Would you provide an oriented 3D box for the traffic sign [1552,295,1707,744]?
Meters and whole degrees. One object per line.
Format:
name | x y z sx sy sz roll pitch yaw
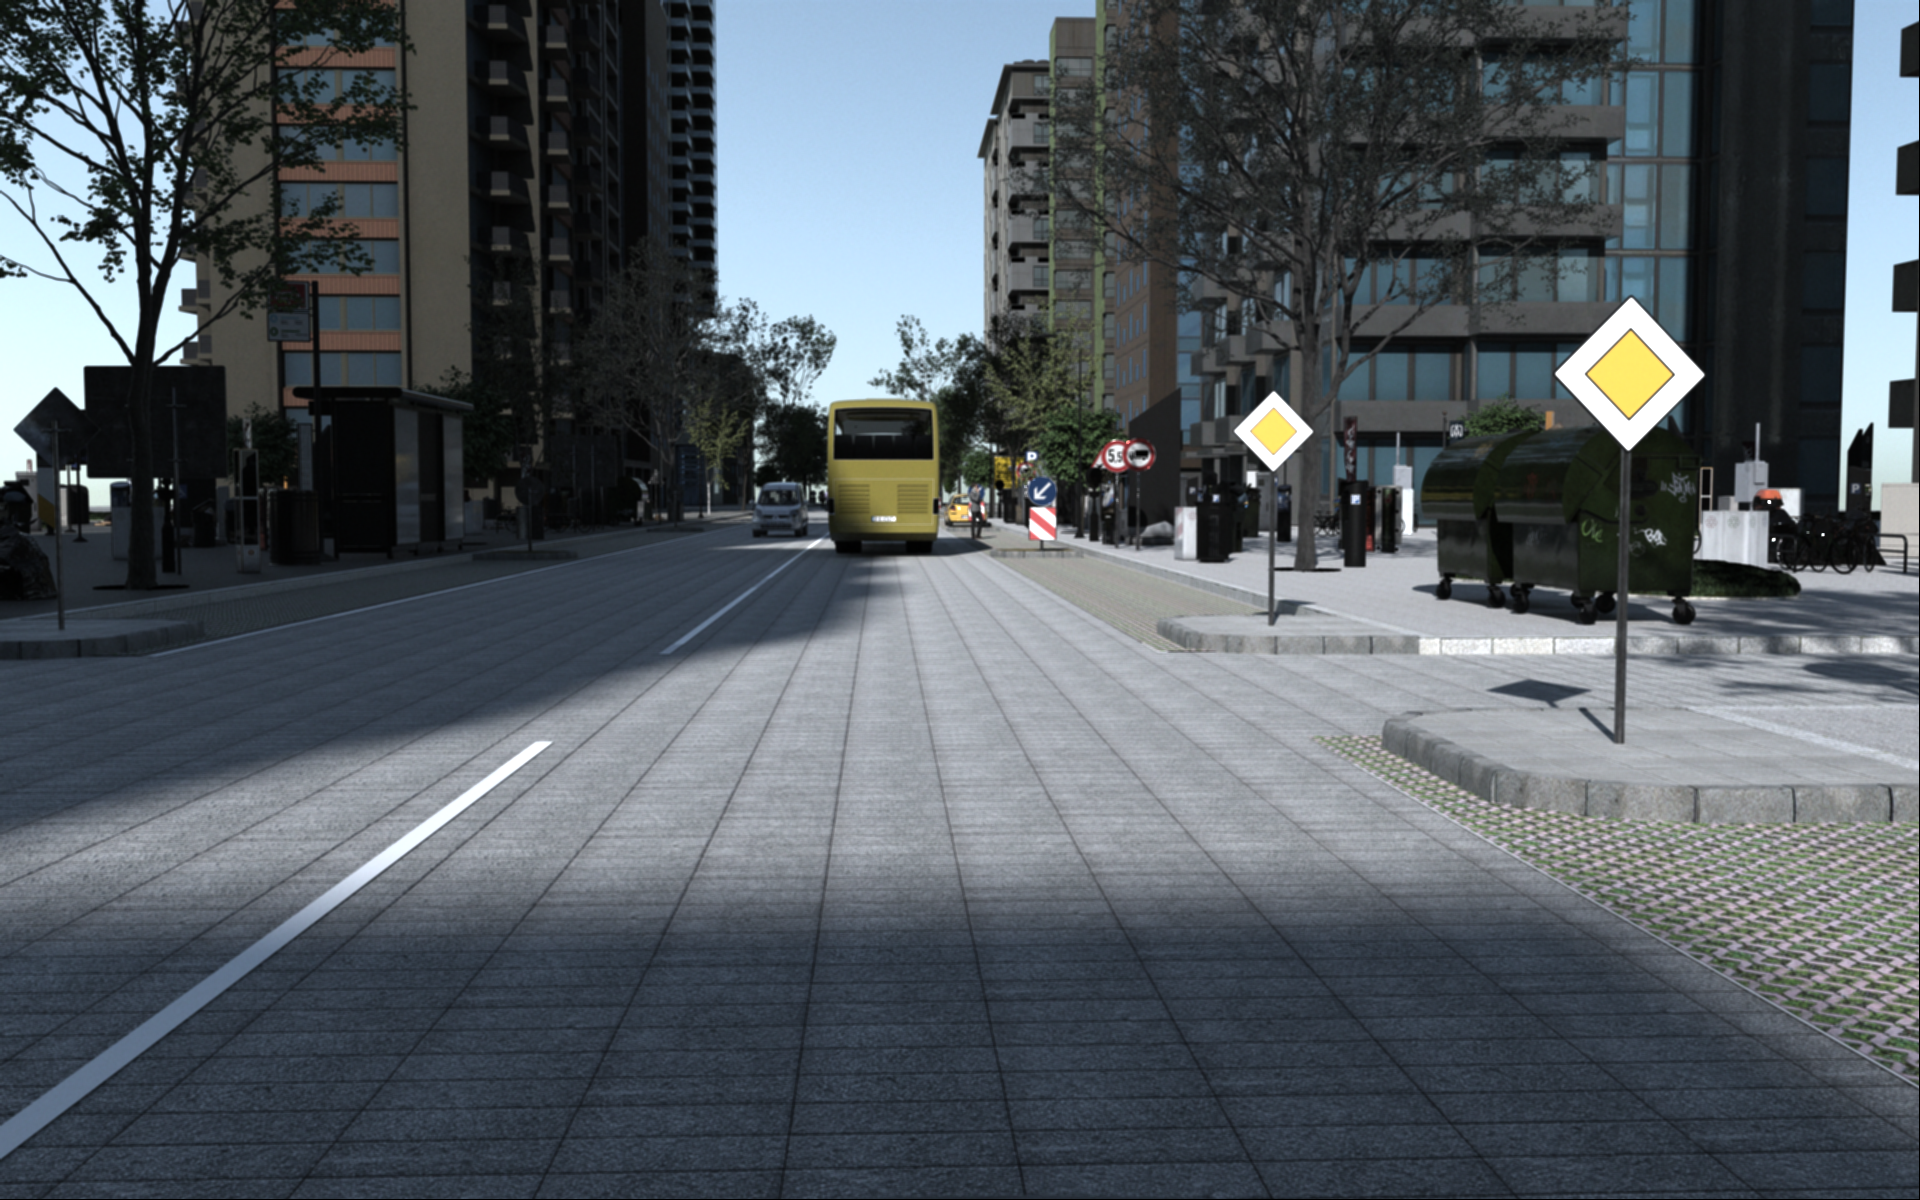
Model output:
traffic sign | 3.391 -0.319 8.853 0.795 2.450 0.064 0 4 -3

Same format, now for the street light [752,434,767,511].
street light | -15.358 -9.858 133.715 1.470 5.913 1.316 0 4 -3

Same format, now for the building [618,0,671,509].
building | -32.472 -30.378 146.792 14.600 45.320 14.200 0 4 -3

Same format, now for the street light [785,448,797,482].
street light | -17.150 -12.434 175.841 1.470 5.913 1.316 0 4 -3

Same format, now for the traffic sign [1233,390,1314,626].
traffic sign | 3.031 -0.807 16.830 0.795 2.450 0.064 0 4 -3

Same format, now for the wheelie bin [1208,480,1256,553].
wheelie bin | 5.881 -1.835 37.917 0.693 1.594 0.980 3 4 37

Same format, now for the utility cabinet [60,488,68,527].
utility cabinet | -35.326 -3.583 67.258 1.173 1.500 0.318 -1 4 -21

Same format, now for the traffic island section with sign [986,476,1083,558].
traffic island section with sign | 1.703 -1.892 39.559 1.989 1.847 2.006 0 4 -3

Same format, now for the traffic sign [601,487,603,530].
traffic sign | -12.814 -3.665 62.045 0.606 2.300 0.079 0 4 5

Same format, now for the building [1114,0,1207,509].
building | 16.804 -27.524 100.128 14.600 45.320 14.200 0 4 -3

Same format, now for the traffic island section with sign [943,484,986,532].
traffic island section with sign | 0.483 -3.552 66.699 1.989 1.847 2.006 0 4 -3

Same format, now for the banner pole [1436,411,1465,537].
banner pole | 14.753 -3.794 52.042 0.863 3.779 0.401 3 5 41

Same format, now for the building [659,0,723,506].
building | -37.873 -53.994 195.471 22.319 86.520 31.000 0 4 -3

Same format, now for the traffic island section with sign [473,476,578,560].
traffic island section with sign | -9.505 -1.803 38.099 1.989 1.847 2.006 0 4 -3

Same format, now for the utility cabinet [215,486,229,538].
utility cabinet | -20.010 -2.336 46.877 0.318 1.500 1.173 -2 4 -29

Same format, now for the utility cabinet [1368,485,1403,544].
utility cabinet | 10.663 -2.163 44.049 0.318 1.500 1.173 -3 5 -43

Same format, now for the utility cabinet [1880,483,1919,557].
utility cabinet | 19.105 -1.589 34.654 1.173 1.500 0.318 3 5 40

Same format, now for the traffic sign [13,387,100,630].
traffic sign | -8.502 -0.776 16.332 0.795 2.450 0.064 0 4 -3

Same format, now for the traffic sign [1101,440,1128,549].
traffic sign | 3.698 -2.486 40.759 0.768 2.556 0.104 0 4 6

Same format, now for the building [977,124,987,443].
building | 17.444 -39.680 238.006 28.713 52.752 27.495 0 4 -3

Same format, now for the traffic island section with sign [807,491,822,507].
traffic island section with sign | -16.748 -11.615 198.540 1.989 1.847 2.006 0 4 -3

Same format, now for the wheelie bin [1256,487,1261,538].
wheelie bin | 8.566 -2.650 51.229 0.693 1.594 0.980 0 4 7

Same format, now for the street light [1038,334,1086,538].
street light | 2.944 -4.755 50.280 1.470 5.913 1.316 0 4 -3

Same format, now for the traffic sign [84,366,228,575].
traffic sign | -12.763 -2.058 27.515 2.265 3.308 0.079 0 4 1

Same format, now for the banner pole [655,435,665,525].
banner pole | -12.626 -5.078 73.036 0.401 3.779 0.863 0 4 2

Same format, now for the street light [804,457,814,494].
street light | -19.001 -14.984 217.527 1.470 5.913 1.316 0 4 -3

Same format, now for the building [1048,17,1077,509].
building | 14.692 -28.710 153.005 14.154 41.232 14.086 0 4 -3

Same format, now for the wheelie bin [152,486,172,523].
wheelie bin | -32.120 -3.774 69.609 0.693 1.594 0.980 -3 5 -45

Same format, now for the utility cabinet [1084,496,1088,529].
utility cabinet | 4.558 -3.208 63.617 0.306 1.237 1.020 0 4 4

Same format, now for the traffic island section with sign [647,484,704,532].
traffic island section with sign | -10.761 -3.488 65.652 1.989 1.847 2.006 0 4 -3

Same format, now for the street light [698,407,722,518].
street light | -13.370 -7.355 92.800 1.470 5.913 1.316 0 4 -3

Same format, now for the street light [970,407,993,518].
street light | 1.082 -7.283 91.614 1.470 5.913 1.316 0 4 -3

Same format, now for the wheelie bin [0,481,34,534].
wheelie bin | -22.642 -2.051 41.440 0.980 1.594 0.693 2 4 32

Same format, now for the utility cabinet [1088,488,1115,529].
utility cabinet | 5.095 -3.266 62.085 0.318 1.500 1.173 -2 4 -35

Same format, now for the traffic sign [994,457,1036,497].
traffic sign | 2.922 -6.029 92.448 2.265 3.308 0.079 0 3 0

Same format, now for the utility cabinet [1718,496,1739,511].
utility cabinet | 24.748 -2.732 55.834 0.306 1.237 1.020 0 4 3

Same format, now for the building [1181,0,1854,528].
building | 22.752 -27.942 76.461 23.786 49.044 30.456 0 4 -3

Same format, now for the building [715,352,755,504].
building | -41.911 -23.387 227.422 27.650 21.520 28.899 0 4 -3

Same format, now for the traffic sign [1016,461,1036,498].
traffic sign | 2.585 -4.136 67.729 0.768 2.556 0.104 0 4 3

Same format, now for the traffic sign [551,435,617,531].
traffic sign | -12.964 -4.025 59.677 2.265 3.308 0.079 0 4 2

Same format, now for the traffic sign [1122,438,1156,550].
traffic sign | 4.049 -2.400 39.349 0.768 2.556 0.104 0 4 -2

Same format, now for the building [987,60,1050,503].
building | 18.820 -37.945 209.642 28.713 52.752 27.495 0 4 -3

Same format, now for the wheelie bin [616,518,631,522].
wheelie bin | -15.409 -4.378 79.485 0.693 1.594 0.980 2 4 31

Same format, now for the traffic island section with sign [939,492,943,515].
traffic island section with sign | -1.763 -6.601 116.551 1.989 1.847 2.006 0 4 -3

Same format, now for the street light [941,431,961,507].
street light | -0.528 -9.467 127.322 1.470 5.913 1.316 0 4 -3

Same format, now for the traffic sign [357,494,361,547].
traffic sign | -14.116 -2.479 40.635 0.768 2.556 0.104 0 4 1

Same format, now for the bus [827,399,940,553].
bus | -1.979 -3.265 44.933 2.896 3.916 12.252 0 4 -2

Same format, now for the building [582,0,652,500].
building | -34.092 -42.216 128.487 20.563 71.187 20.611 0 4 -3

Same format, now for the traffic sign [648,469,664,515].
traffic sign | -15.757 -5.490 89.771 0.884 2.594 0.081 0 4 5

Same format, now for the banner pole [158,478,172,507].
banner pole | -23.026 -3.674 50.089 0.863 3.779 0.401 2 4 35

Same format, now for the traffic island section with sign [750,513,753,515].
traffic island section with sign | -13.045 -6.589 116.352 1.989 1.847 2.006 0 4 -3

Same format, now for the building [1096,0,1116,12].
building | 15.720 -26.362 114.612 14.154 41.232 14.086 0 4 -3

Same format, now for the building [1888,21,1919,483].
building | 32.206 -25.089 33.912 21.600 48.544 21.300 0 4 -3

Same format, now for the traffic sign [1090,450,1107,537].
traffic sign | 4.181 -3.153 51.556 0.884 2.594 0.081 0 4 0

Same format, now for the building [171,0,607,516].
building | -33.773 -27.500 104.242 22.147 44.769 28.867 0 4 -3
